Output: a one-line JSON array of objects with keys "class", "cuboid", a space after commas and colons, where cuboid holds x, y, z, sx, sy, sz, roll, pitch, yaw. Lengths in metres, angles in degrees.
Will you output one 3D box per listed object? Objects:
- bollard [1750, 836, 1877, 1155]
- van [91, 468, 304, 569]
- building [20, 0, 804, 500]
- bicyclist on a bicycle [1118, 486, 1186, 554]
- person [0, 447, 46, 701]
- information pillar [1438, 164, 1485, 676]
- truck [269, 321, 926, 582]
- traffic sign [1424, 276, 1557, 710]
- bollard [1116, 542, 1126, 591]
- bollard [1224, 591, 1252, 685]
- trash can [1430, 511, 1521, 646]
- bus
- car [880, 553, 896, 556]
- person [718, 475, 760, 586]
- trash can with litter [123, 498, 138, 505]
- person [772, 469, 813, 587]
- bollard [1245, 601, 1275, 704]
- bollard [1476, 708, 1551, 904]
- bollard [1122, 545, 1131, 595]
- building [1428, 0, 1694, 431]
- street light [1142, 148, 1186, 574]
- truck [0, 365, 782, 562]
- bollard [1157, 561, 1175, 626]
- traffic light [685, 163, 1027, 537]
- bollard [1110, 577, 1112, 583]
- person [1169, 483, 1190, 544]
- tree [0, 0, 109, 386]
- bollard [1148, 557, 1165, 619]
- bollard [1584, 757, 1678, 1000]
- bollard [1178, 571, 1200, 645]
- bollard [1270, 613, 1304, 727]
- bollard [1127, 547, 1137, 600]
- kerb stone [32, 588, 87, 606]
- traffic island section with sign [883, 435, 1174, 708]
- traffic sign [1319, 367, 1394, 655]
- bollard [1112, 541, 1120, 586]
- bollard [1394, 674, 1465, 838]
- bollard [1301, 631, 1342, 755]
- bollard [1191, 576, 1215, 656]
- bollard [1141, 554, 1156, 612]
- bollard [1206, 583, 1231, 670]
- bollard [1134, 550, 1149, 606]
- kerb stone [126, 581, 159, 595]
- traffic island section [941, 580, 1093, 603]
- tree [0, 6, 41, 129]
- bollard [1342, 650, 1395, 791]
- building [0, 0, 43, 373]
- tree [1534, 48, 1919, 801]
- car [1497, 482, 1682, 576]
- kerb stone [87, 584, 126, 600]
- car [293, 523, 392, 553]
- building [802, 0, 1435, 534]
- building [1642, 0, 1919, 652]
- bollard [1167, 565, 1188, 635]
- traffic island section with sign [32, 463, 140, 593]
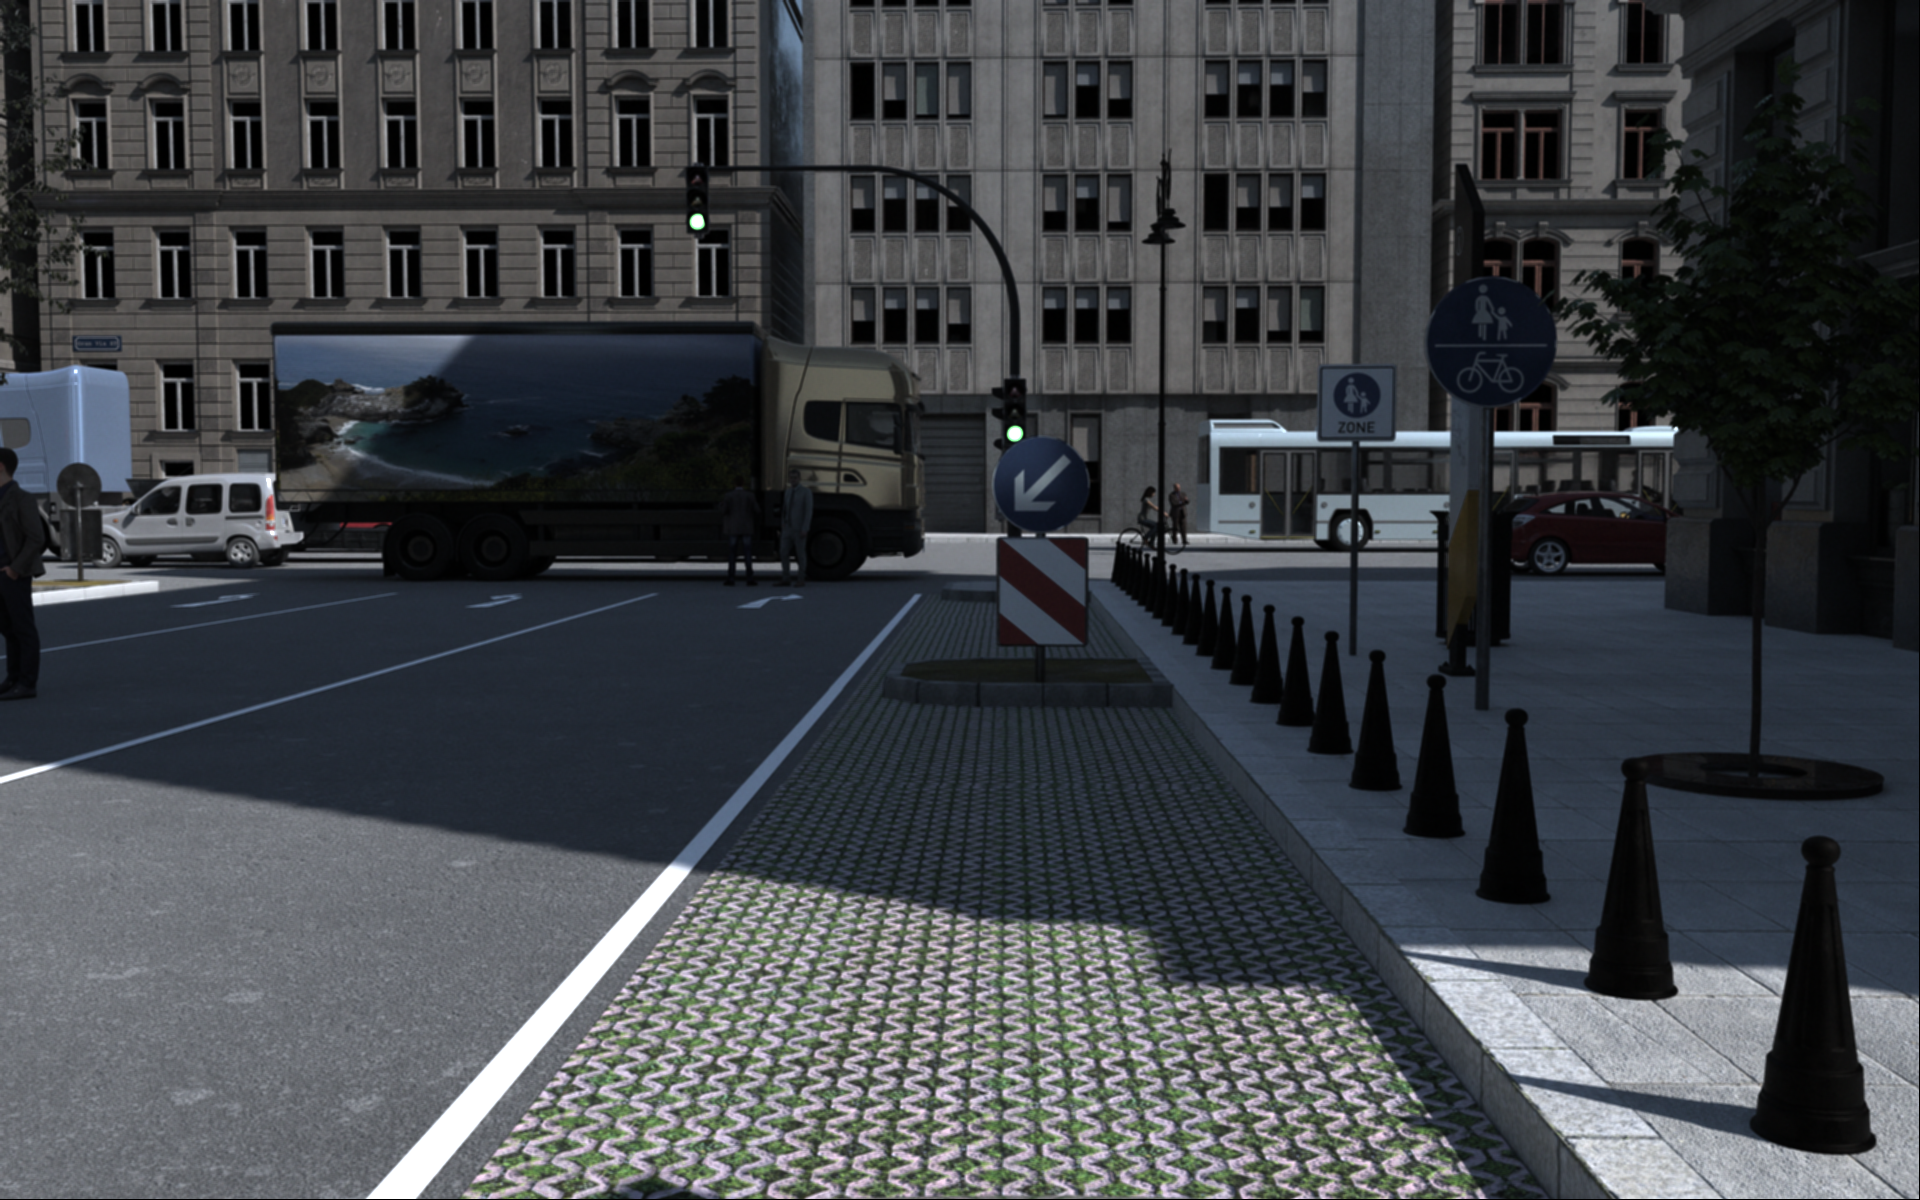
[{"class": "bollard", "cuboid": [1.709, 0.770, 3.456, 0.229, 0.601, 0.229, 0, 3, 0]}, {"class": "van", "cuboid": [-15.136, -1.649, 33.980, 4.112, 2.044, 2.013, 0, 3, 0]}, {"class": "building", "cuboid": [-18.058, -16.179, 61.798, 25.104, 27.353, 12.463, 0, 4, 2]}, {"class": "bicyclist on a bicycle", "cuboid": [4.556, -1.896, 41.016, 1.625, 1.676, 1.499, 0, 4, 1]}, {"class": "person", "cuboid": [-6.831, -0.187, 12.096, 0.750, 1.759, 0.617, -3, 4, -37]}, {"class": "information pillar", "cuboid": [3.547, -1.273, 12.162, 0.183, 3.616, 0.504, 0, 4, 1]}, {"class": "truck", "cuboid": [-5.568, -2.473, 29.350, 11.283, 4.237, 2.839, 0, 4, 1]}, {"class": "traffic sign", "cuboid": [3.107, -0.619, 10.234, 0.768, 2.556, 0.104, 0, 4, 2]}, {"class": "bollard", "cuboid": [2.236, -0.429, 23.049, 0.229, 0.601, 0.229, 0, 3, 0]}, {"class": "bollard", "cuboid": [1.933, 0.266, 11.697, 0.229, 0.601, 0.229, 0, 3, 0]}, {"class": "trash can", "cuboid": [4.378, -0.190, 14.757, 0.748, 1.137, 0.748, 0, 3, 0]}, {"class": "bus", "cuboid": [12.739, -2.978, 43.552, 13.247, 3.499, 2.948, 0, 4, 1]}, {"class": "car", "cuboid": [-3.063, -1.864, 40.698, 3.980, 1.641, 2.015, 0, 4, 3]}, {"class": "person", "cuboid": [-3.444, -1.085, 27.063, 0.655, 1.722, 0.431, 0, 4, -5]}, {"class": "trash can with litter", "cuboid": [-25.694, -2.563, 53.285, 1.055, 1.170, 0.624, 3, 5, 43]}, {"class": "person", "cuboid": [-2.554, -1.113, 26.803, 0.635, 1.810, 0.391, 2, 4, 29]}, {"class": "bollard", "cuboid": [1.902, 0.329, 10.669, 0.229, 0.601, 0.229, 0, 3, 0]}, {"class": "bollard", "cuboid": [1.765, 0.644, 5.509, 0.229, 0.601, 0.229, 0, 3, 0]}, {"class": "bollard", "cuboid": [2.211, -0.365, 22.012, 0.229, 0.601, 0.229, 0, 3, 0]}, {"class": "building", "cuboid": [27.160, -16.798, 62.031, 23.554, 28.519, 14.401, 0, 4, 2]}, {"class": "street light", "cuboid": [2.761, -3.111, 23.654, 0.468, 5.910, 1.993, 0, 4, 2]}, {"class": "truck", "cuboid": [-12.544, -2.894, 37.073, 18.799, 4.110, 2.967, 0, 3, 0]}, {"class": "bollard", "cuboid": [2.069, -0.050, 16.857, 0.229, 0.601, 0.229, 0, 3, 0]}, {"class": "traffic light", "cuboid": [-1.359, -3.016, 23.987, 4.771, 5.953, 1.251, 0, 4, 2]}, {"class": "bollard", "cuboid": [2.293, -0.554, 25.107, 0.229, 0.601, 0.229, 0, 3, 0]}, {"class": "person", "cuboid": [6.281, -2.463, 49.449, 0.600, 1.739, 0.565, 3, 5, 45]}, {"class": "tree", "cuboid": [-12.988, -4.198, 21.451, 4.360, 8.622, 3.978, 0, 3, 0]}, {"class": "bollard", "cuboid": [2.095, -0.113, 17.884, 0.229, 0.601, 0.229, 0, 3, 0]}, {"class": "bollard", "cuboid": [1.743, 0.707, 4.483, 0.229, 0.601, 0.229, 0, 3, 0]}, {"class": "bollard", "cuboid": [2.015, 0.076, 14.805, 0.229, 0.601, 0.229, 0, 3, 0]}, {"class": "bollard", "cuboid": [1.878, 0.391, 9.643, 0.229, 0.601, 0.229, 0, 3, 0]}, {"class": "bollard", "cuboid": [2.179, -0.302, 20.986, 0.229, 0.601, 0.229, 0, 3, 0]}, {"class": "kerb stone", "cuboid": [-11.929, -0.046, 22.950, 0.120, 0.150, 1.000, 0, 4, 2]}, {"class": "traffic island section with sign", "cuboid": [0.465, -0.237, 12.509, 1.989, 1.847, 2.006, 0, 4, 2]}, {"class": "traffic sign", "cuboid": [3.128, -0.709, 13.724, 0.606, 2.300, 0.079, 0, 4, 7]}, {"class": "bollard", "cuboid": [2.265, -0.492, 24.079, 0.229, 0.601, 0.229, 0, 3, 0]}, {"class": "bollard", "cuboid": [1.796, 0.581, 6.546, 0.229, 0.601, 0.229, 0, 3, 0]}, {"class": "bollard", "cuboid": [1.846, 0.454, 8.616, 0.229, 0.601, 0.229, 0, 3, 0]}, {"class": "bollard", "cuboid": [1.989, 0.138, 13.778, 0.229, 0.601, 0.229, 0, 3, 0]}, {"class": "bollard", "cuboid": [2.127, -0.175, 18.911, 0.229, 0.601, 0.229, 0, 3, 0]}, {"class": "bollard", "cuboid": [1.956, 0.203, 12.723, 0.229, 0.601, 0.229, 0, 3, 0]}, {"class": "bollard", "cuboid": [2.152, -0.238, 19.937, 0.229, 0.601, 0.229, 0, 3, 0]}, {"class": "kerb stone", "cuboid": [-11.874, -0.172, 25.001, 0.120, 0.150, 1.000, 0, 4, 2]}, {"class": "traffic island section", "cuboid": [0.774, -0.116, 24.185, 2.009, 0.180, 2.903, 0, 4, 2]}, {"class": "tree", "cuboid": [-13.264, -6.129, 13.037, 12.009, 13.543, 11.850, 0, 3, 0]}, {"class": "bollard", "cuboid": [1.820, 0.518, 7.572, 0.229, 0.601, 0.229, 0, 3, 0]}, {"class": "building", "cuboid": [-51.359, -12.878, 61.468, 40.483, 20.767, 10.553, 0, 4, 2]}, {"class": "tree", "cuboid": [3.651, -0.793, 7.565, 1.663, 3.219, 1.824, 0, 3, 0]}, {"class": "car", "cuboid": [11.738, -1.344, 31.008, 4.494, 1.783, 2.155, 0, 4, 1]}, {"class": "kerb stone", "cuboid": [-11.898, -0.109, 23.975, 0.120, 0.150, 1.000, 0, 4, 2]}, {"class": "car", "cuboid": [-15.307, -2.077, 42.998, 4.494, 1.783, 2.155, 0, 4, 0]}, {"class": "building", "cuboid": [5.106, -14.845, 60.735, 19.932, 24.808, 12.078, 0, 4, 2]}, {"class": "building", "cuboid": [12.453, -11.041, 9.404, 11.050, 23.489, 19.941, 0, 4, 2]}, {"class": "bollard", "cuboid": [2.045, 0.013, 15.831, 0.229, 0.601, 0.229, 0, 3, 0]}, {"class": "traffic island section with sign", "cuboid": [-12.919, -1.019, 24.790, 2.006, 1.907, 1.989, 0, 4, 2]}]
